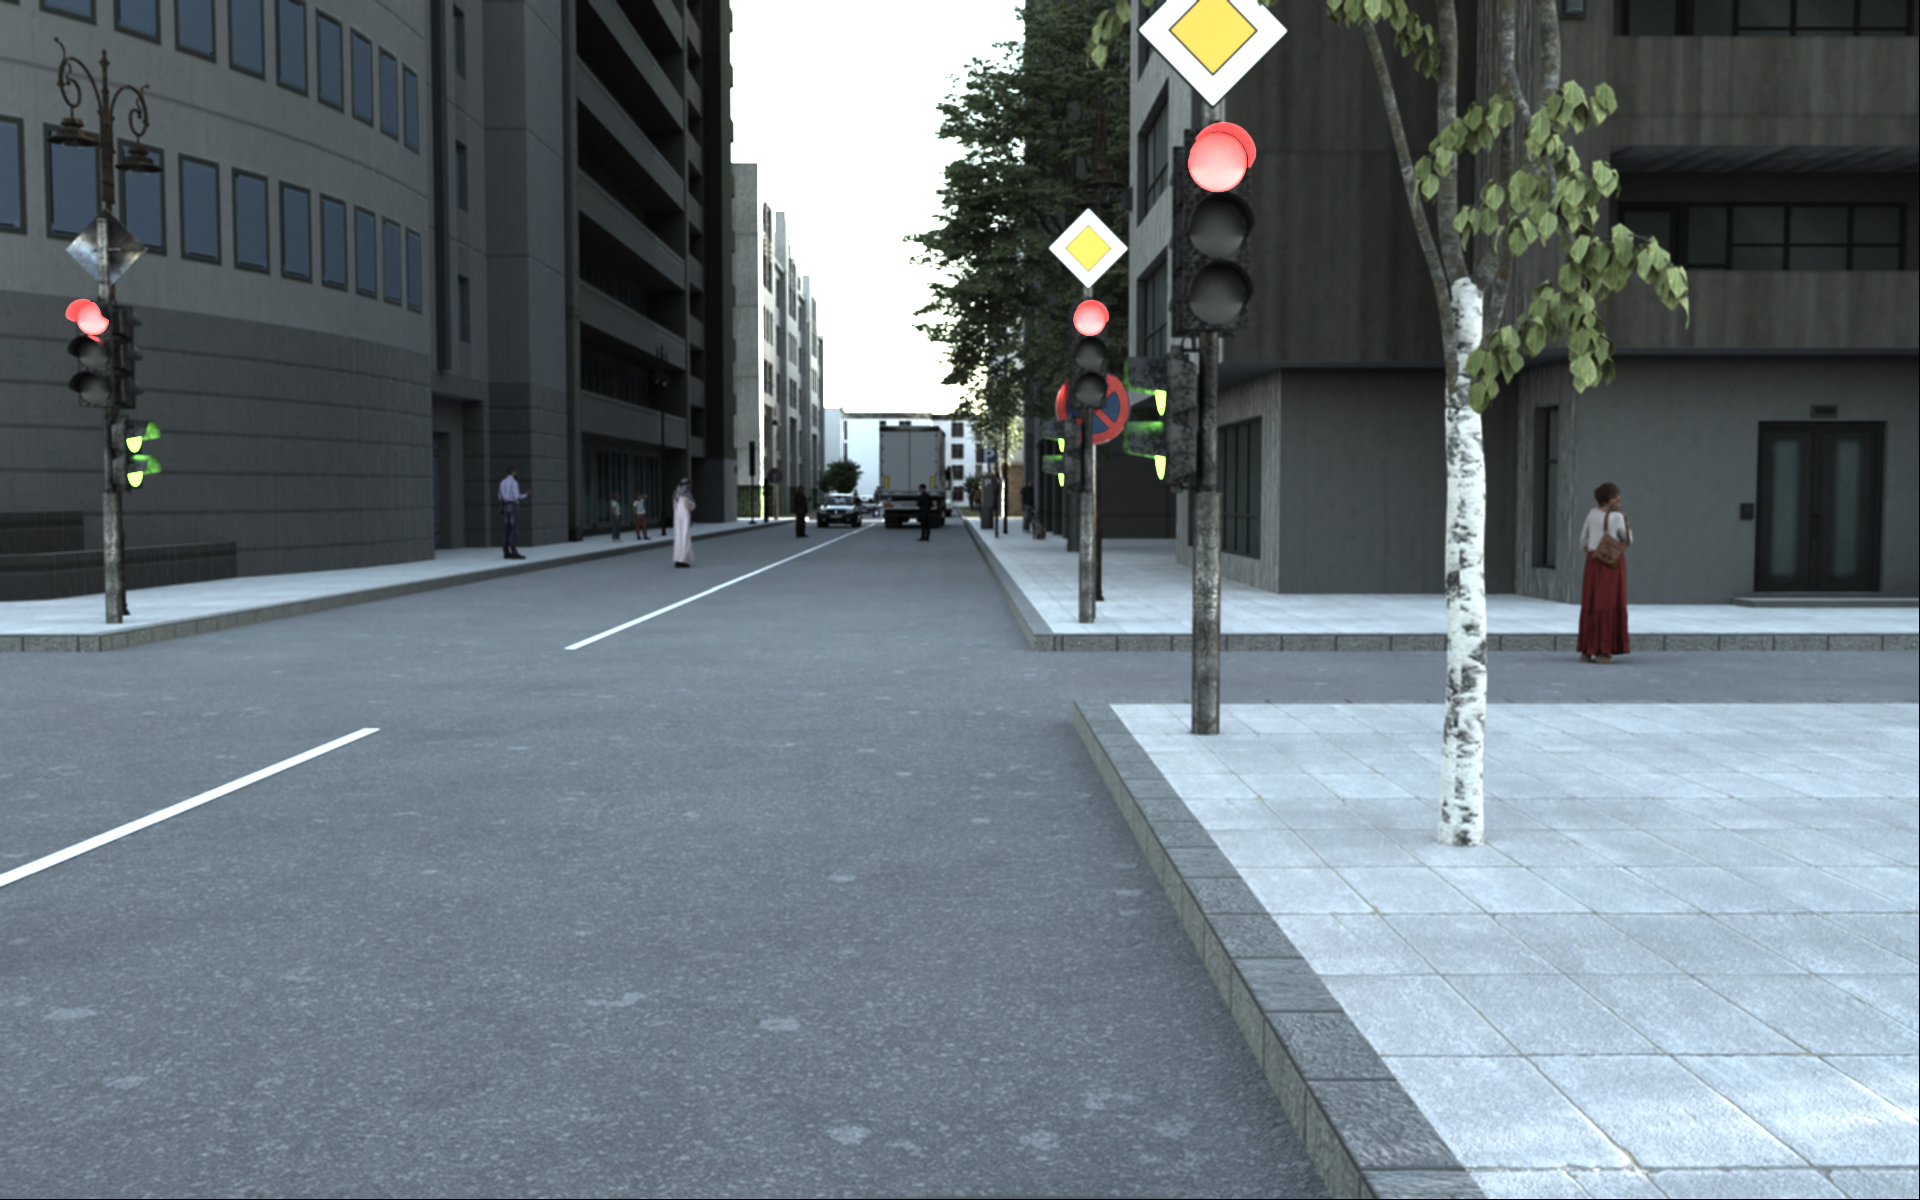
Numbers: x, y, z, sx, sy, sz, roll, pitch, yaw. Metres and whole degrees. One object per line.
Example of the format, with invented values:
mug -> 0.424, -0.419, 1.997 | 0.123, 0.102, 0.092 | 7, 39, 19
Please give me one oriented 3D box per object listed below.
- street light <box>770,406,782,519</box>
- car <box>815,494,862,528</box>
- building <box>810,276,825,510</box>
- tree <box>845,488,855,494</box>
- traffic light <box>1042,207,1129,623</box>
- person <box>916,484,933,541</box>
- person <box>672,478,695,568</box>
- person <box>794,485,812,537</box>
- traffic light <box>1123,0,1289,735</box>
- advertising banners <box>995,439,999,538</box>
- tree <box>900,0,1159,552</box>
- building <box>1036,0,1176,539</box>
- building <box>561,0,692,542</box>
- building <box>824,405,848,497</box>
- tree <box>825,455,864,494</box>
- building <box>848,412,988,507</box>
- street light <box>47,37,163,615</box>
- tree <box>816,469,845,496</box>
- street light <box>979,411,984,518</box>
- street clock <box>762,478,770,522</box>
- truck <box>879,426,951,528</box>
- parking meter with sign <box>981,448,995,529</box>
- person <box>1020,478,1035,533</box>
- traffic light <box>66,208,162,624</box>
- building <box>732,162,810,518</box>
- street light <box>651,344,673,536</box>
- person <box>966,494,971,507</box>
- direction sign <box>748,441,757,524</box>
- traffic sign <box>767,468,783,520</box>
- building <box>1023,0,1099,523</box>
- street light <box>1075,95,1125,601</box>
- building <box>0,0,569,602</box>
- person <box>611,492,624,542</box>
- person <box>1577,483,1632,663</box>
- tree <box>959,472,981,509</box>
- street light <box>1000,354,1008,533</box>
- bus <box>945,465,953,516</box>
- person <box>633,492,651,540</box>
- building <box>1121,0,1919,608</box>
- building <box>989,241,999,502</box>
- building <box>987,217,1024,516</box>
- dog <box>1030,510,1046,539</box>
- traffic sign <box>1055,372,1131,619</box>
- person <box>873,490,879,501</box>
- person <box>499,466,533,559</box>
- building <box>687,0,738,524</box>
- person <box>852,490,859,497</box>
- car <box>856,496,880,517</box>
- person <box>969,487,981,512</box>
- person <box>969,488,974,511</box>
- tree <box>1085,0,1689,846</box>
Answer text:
street light -> -9.400, -7.088, 88.671 | 0.468, 5.910, 1.993 | 0, 4, 0
car -> -5.239, -4.011, 75.367 | 2.009, 1.686, 4.222 | 0, 4, 1
building -> -20.439, -16.714, 139.730 | 16.747, 18.905, 31.486 | 0, 4, 0
tree -> -10.579, -9.790, 154.671 | 1.663, 3.219, 1.824 | 0, 3, 0
traffic light -> 1.242, -1.727, 17.160 | 0.839, 4.253, 0.868 | 0, 4, 0
person -> -1.156, -2.702, 53.390 | 0.504, 1.737, 0.576 | 1, 4, 23
person -> -5.381, -1.507, 33.808 | 0.551, 1.740, 0.621 | 2, 4, 34
person -> -5.223, -2.959, 57.563 | 0.600, 1.739, 0.565 | -1, 4, -9
traffic light -> 1.298, -1.239, 9.175 | 0.839, 4.253, 0.868 | 0, 4, 0
advertising banners -> 1.071, -3.346, 50.887 | 0.090, 3.025, 2.074 | 0, 4, 3
tree -> 2.271, -7.339, 38.125 | 7.486, 12.596, 7.792 | 0, 3, 0
building -> 13.175, -37.562, 52.394 | 20.563, 71.187, 20.611 | 0, 4, 0
building -> -21.021, -26.403, 55.392 | 21.300, 48.544, 21.600 | 0, 4, 0
building -> -25.068, -13.513, 163.088 | 28.070, 9.664, 9.099 | 0, 4, 0
tree -> -9.661, -9.827, 144.380 | 4.285, 4.588, 4.351 | 0, 3, 0
building -> -2.964, -14.658, 181.812 | 28.070, 9.664, 9.099 | 0, 4, 0
street light -> -8.899, -2.777, 18.185 | 0.468, 5.910, 1.993 | 0, 4, 0
tree -> -10.075, -8.426, 132.370 | 1.663, 3.219, 1.824 | 0, 3, 0
street light -> 1.137, -7.289, 91.957 | 0.468, 5.910, 1.993 | 0, 4, 0
street clock -> -8.811, -4.531, 78.651 | 0.358, 2.002, 0.471 | 0, 4, -3
truck -> -1.948, -5.366, 76.655 | 2.839, 4.237, 11.283 | 0, 4, 1
parking meter with sign -> 1.033, -4.196, 64.860 | 0.543, 3.016, 1.738 | 0, 4, 4
person -> 2.276, -3.146, 57.613 | 0.598, 1.807, 0.434 | -2, 4, -31
traffic light -> -8.379, -1.722, 17.076 | 0.839, 4.253, 0.868 | 0, 4, 0
building -> -19.204, -14.792, 108.311 | 16.747, 18.905, 31.486 | 0, 4, 0
street light -> -9.166, -4.932, 53.428 | 0.468, 5.910, 1.993 | 0, 4, 0
person -> 1.012, -9.766, 166.647 | 0.756, 1.711, 0.436 | 1, 4, 12
direction sign -> -8.912, -5.036, 74.333 | 0.379, 3.537, 0.876 | -1, 4, -19
traffic sign -> -8.977, -5.135, 84.056 | 0.768, 2.556, 0.104 | 0, 4, 6
building -> 13.367, -32.731, 77.149 | 21.231, 58.520, 28.212 | 0, 4, 0
street light -> 1.647, -2.928, 20.659 | 0.468, 5.910, 1.993 | 0, 4, 0
building -> -20.775, -29.854, 30.110 | 21.231, 58.520, 28.212 | 0, 4, 0
person -> -9.153, -2.221, 46.259 | 0.340, 1.345, 0.435 | -1, 4, -15
person -> 5.466, -0.230, 14.721 | 0.387, 1.526, 0.523 | -1, 4, -21
tree -> 1.278, -9.834, 155.394 | 1.663, 3.219, 1.824 | 0, 3, 0
street light -> 1.482, -5.108, 56.307 | 0.468, 5.910, 1.993 | 0, 4, 0
bus -> -1.891, -7.318, 114.509 | 2.948, 3.499, 13.247 | 0, 4, -2
person -> -8.966, -2.375, 48.785 | 0.340, 1.345, 0.435 | 2, 4, 30
building -> 10.022, -15.460, 24.466 | 14.107, 30.474, 14.160 | 0, 4, 0
building -> 16.427, -18.806, 151.447 | 27.936, 21.610, 32.646 | 0, 4, 0
building -> 9.916, -15.962, 117.395 | 16.016, 20.091, 11.380 | 0, 4, 0
dog -> 2.186, -2.137, 49.316 | 0.513, 0.831, 0.800 | 1, 4, 11
traffic sign -> 1.358, -1.080, 17.763 | 0.768, 2.556, 0.104 | 0, 3, 0
person -> -7.255, -8.669, 150.771 | 0.617, 1.759, 0.750 | -1, 4, -21
person -> -8.782, -1.738, 34.330 | 0.709, 1.838, 0.599 | 3, 5, 42
building -> -17.489, -18.488, 73.988 | 14.160, 30.474, 14.107 | 0, 4, 0
person -> -6.633, -6.146, 109.907 | 0.541, 1.710, 0.530 | -1, 4, -15
car -> -5.912, -5.789, 107.232 | 1.945, 1.354, 3.894 | 0, 4, 1
person -> 1.284, -7.264, 124.902 | 1.348, 1.812, 0.705 | 0, 4, 6
person -> 0.903, -7.763, 133.516 | 0.434, 1.755, 0.990 | 0, 4, 8
tree -> 1.621, -3.405, 6.040 | 4.737, 8.622, 4.395 | 0, 3, 0
